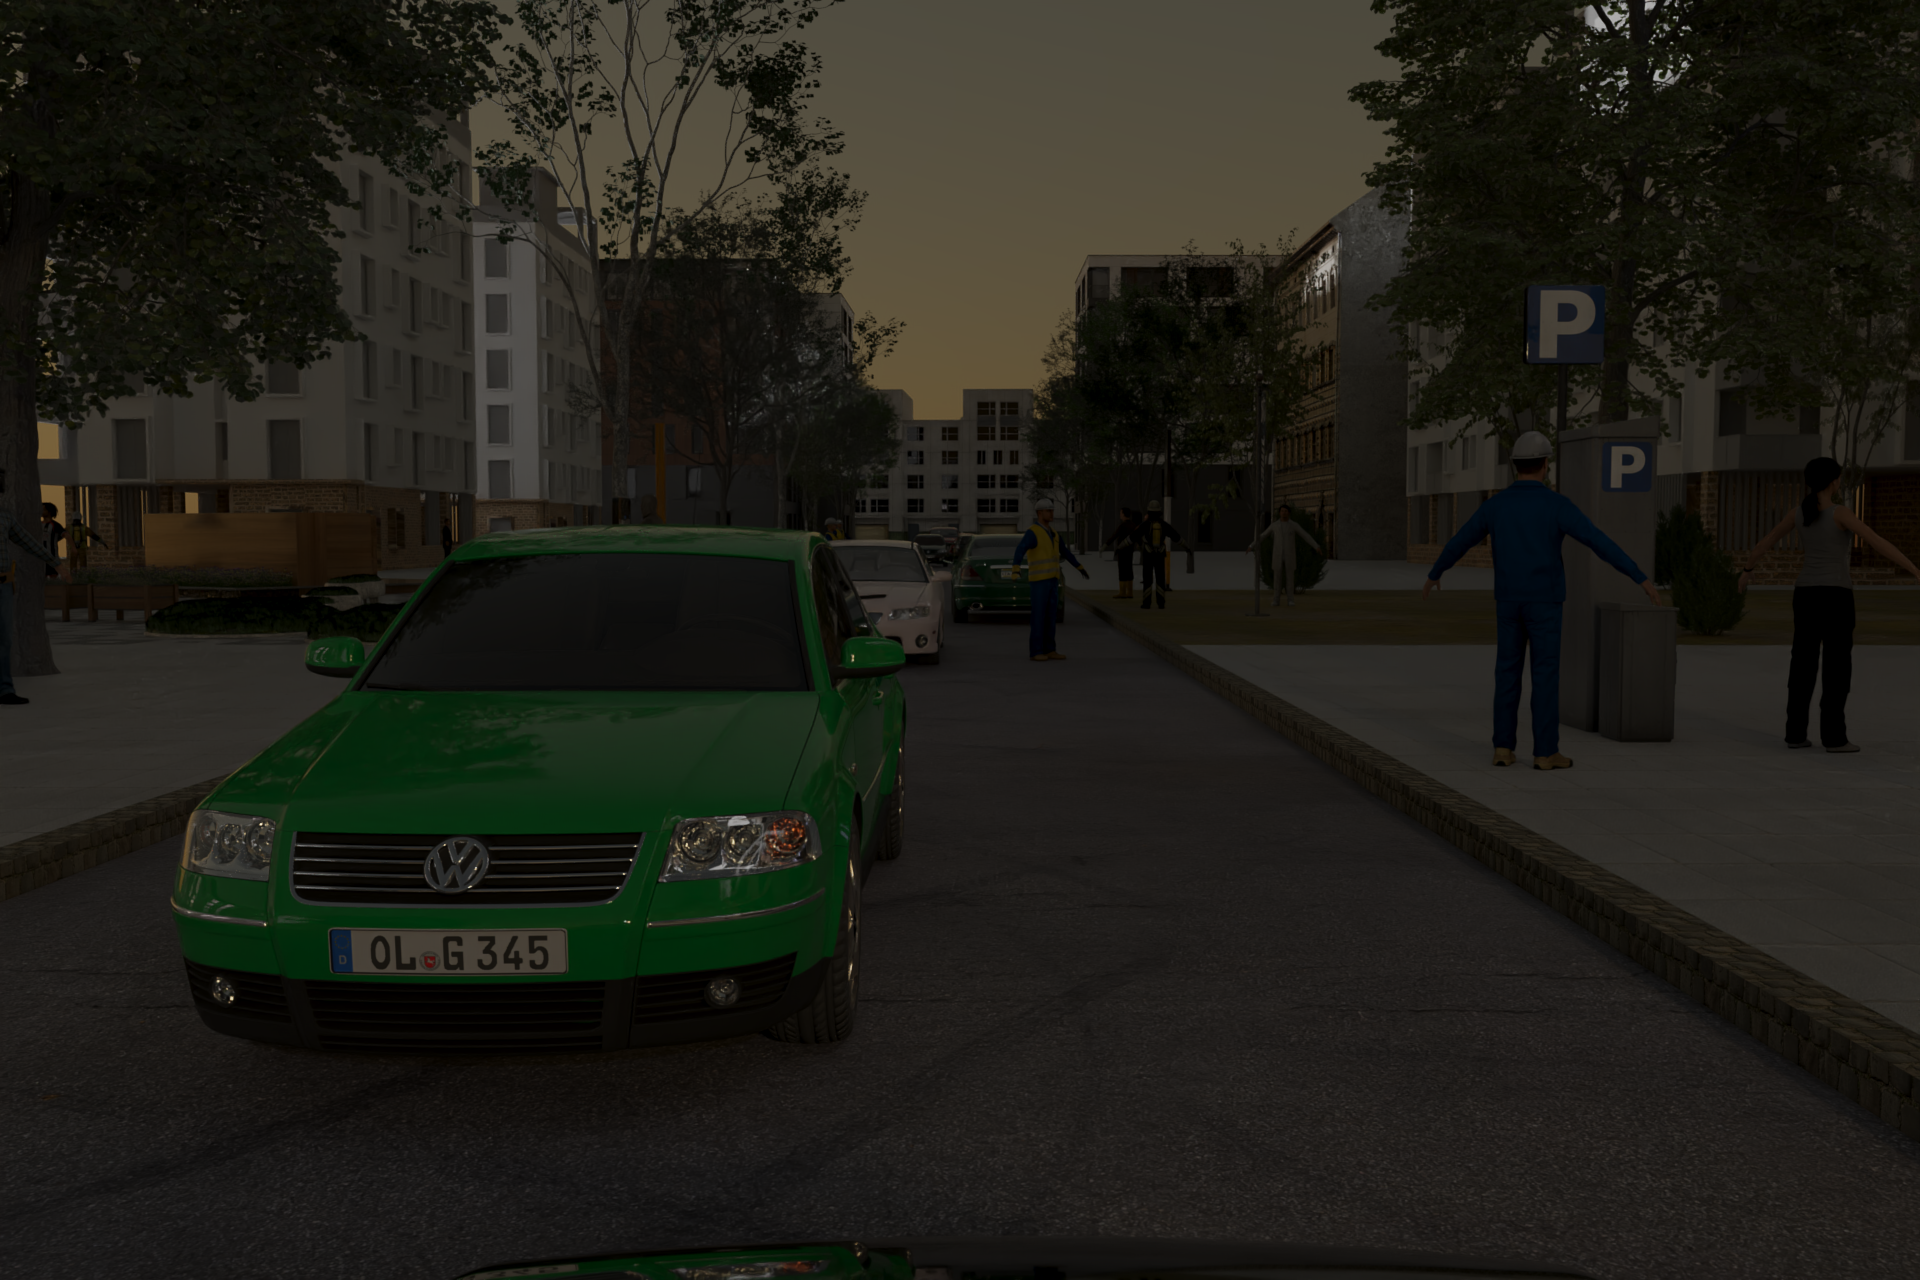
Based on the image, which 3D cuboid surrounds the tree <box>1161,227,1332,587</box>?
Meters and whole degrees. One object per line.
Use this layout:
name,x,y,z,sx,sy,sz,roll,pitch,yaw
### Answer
tree,7.168,-5.612,42.123,4.737,8.622,4.395,0,3,0

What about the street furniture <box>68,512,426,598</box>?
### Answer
street furniture,-16.231,-1.931,38.425,9.812,1.723,11.010,2,4,31

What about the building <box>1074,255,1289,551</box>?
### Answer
building,23.263,-18.308,143.311,27.936,21.610,32.646,0,4,0

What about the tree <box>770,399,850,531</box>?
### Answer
tree,-8.473,-8.697,92.556,4.360,8.622,3.978,0,3,0

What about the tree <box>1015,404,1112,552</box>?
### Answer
tree,7.363,-11.483,122.158,7.601,10.594,8.767,0,4,-5

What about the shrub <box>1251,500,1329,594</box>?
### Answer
shrub,7.062,-1.994,37.017,1.690,2.028,1.600,0,3,0

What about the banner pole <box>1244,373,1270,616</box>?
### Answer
banner pole,4.662,-2.252,26.840,0.401,3.779,0.863,0,4,1

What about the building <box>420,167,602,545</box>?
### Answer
building,-26.378,-14.324,90.611,16.016,20.090,11.380,0,4,-1

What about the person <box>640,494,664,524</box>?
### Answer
person,-4.177,-1.045,23.214,0.705,1.813,1.348,1,4,13

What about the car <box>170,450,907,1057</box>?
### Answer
car,-1.149,0.154,6.285,1.959,1.807,4.718,0,4,1

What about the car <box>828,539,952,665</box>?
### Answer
car,-1.126,-0.497,20.482,2.083,1.381,4.827,0,4,0

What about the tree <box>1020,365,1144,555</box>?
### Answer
tree,7.610,-10.979,105.267,9.928,11.665,9.643,0,3,0

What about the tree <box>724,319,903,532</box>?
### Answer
tree,-8.472,-11.591,99.883,12.009,13.543,11.850,0,3,0

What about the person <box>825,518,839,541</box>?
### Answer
person,-2.582,-1.656,35.992,0.721,1.772,1.216,1,4,9

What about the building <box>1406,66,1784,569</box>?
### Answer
building,24.750,-13.327,74.324,16.016,20.090,11.380,0,4,1

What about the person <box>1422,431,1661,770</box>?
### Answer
person,3.143,-0.224,9.535,1.347,1.842,0.705,3,5,41

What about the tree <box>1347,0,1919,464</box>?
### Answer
tree,7.754,-6.207,19.606,7.486,12.596,7.792,0,3,0

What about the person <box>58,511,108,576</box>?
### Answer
person,-22.044,-2.295,43.285,1.354,1.858,0.705,-2,4,-24

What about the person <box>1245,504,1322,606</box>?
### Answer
person,5.767,-1.507,30.829,1.347,1.806,0.705,1,4,15

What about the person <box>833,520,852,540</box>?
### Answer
person,-4.074,-3.235,59.352,0.721,1.772,1.216,3,5,42

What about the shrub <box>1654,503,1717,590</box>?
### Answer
shrub,16.533,-2.164,39.807,1.690,2.028,1.600,0,3,0

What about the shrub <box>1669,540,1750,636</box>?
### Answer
shrub,9.475,-0.662,21.936,1.383,1.207,1.383,0,3,0

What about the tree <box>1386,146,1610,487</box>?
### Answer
tree,10.211,-4.980,31.789,4.737,8.622,4.395,0,3,0

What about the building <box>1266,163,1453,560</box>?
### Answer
building,27.598,-15.999,92.509,19.493,23.208,18.063,0,4,1

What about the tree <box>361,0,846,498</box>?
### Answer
tree,-8.518,-11.452,43.124,12.611,20.169,13.585,0,3,0

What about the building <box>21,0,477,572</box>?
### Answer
building,-25.267,-12.393,59.041,16.016,20.090,11.380,0,4,1

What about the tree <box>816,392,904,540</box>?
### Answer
tree,-7.658,-12.093,123.468,9.928,11.665,9.643,0,3,0

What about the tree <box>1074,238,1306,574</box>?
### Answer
tree,7.281,-7.417,55.672,8.767,10.594,7.601,2,4,32

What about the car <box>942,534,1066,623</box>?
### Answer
car,0.764,-1.076,29.388,2.131,1.459,4.920,0,4,-1

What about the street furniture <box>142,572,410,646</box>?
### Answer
street furniture,-7.747,-0.560,24.790,5.734,0.657,10.072,0,4,-1

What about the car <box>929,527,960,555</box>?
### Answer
car,-0.870,-5.220,94.017,2.281,1.827,5.304,0,4,0

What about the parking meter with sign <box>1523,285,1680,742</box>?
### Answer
parking meter with sign,4.243,-0.927,11.416,0.543,3.016,1.738,0,4,0

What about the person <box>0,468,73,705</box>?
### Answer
person,-7.224,-0.431,12.886,0.704,1.849,1.345,1,4,19

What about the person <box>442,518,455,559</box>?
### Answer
person,-17.059,-3.150,57.735,0.704,1.802,1.346,-1,4,-8

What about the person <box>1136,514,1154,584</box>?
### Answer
person,4.850,-2.356,44.793,0.705,1.796,1.348,-1,4,-10

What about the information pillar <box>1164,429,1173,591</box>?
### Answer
information pillar,4.666,-2.910,38.937,0.183,3.616,0.504,0,4,-1

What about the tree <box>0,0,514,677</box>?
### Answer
tree,-8.741,-6.650,15.387,9.857,13.997,8.962,0,3,0

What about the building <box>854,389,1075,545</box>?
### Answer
building,0.771,-21.336,217.760,31.486,18.905,16.747,0,4,3

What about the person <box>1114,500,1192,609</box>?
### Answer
person,3.331,-1.467,29.763,1.354,1.856,0.705,0,4,-4

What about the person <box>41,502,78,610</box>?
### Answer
person,-15.506,-1.423,29.408,1.345,1.843,0.704,1,4,15

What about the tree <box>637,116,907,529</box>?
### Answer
tree,-8.923,-13.725,80.293,12.611,20.169,13.585,0,3,0

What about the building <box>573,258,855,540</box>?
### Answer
building,-24.041,-18.413,145.033,27.936,21.610,32.646,0,4,1

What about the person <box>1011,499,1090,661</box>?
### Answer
person,0.978,-0.687,19.652,0.705,1.833,1.349,3,5,41

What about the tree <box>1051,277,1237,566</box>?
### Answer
tree,7.518,-8.844,70.361,9.928,11.665,9.643,0,3,0

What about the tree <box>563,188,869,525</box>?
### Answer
tree,-8.380,-9.227,61.227,12.009,13.543,11.850,0,3,0

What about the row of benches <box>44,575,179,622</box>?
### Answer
row of benches,-13.564,-0.630,25.759,4.104,0.672,1.422,1,4,16

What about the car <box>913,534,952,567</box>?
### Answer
car,-1.361,-4.045,75.929,2.009,1.686,4.222,0,4,0

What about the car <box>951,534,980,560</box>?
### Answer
car,0.542,-4.396,81.654,2.009,1.686,4.222,0,4,0

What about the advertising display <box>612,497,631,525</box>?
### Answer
advertising display,-5.999,-1.562,30.746,0.123,1.923,0.974,0,4,2

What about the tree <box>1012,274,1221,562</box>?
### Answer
tree,7.497,-10.438,81.034,12.009,13.543,11.850,0,3,0

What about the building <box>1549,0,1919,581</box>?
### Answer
building,24.756,-12.181,55.583,16.016,20.090,11.380,0,4,1

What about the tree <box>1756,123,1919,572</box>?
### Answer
tree,14.942,-4.838,29.470,4.360,8.622,3.978,0,3,0

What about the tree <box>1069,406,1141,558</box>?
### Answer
tree,7.435,-8.698,92.576,4.360,8.622,3.978,0,3,0

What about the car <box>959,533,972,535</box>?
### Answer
car,0.324,-6.113,108.994,2.155,1.783,4.494,0,4,0

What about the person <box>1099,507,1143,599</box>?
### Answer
person,3.272,-1.736,34.516,0.704,1.812,1.346,3,5,42

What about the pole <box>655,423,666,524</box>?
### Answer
pole,-5.504,-2.327,31.894,0.158,3.312,0.155,0,3,0

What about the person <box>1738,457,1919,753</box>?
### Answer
person,5.164,-0.213,10.286,0.721,1.737,1.217,-2,4,-32

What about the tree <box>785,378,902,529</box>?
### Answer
tree,-7.613,-11.314,110.735,9.928,11.665,9.643,0,3,0
